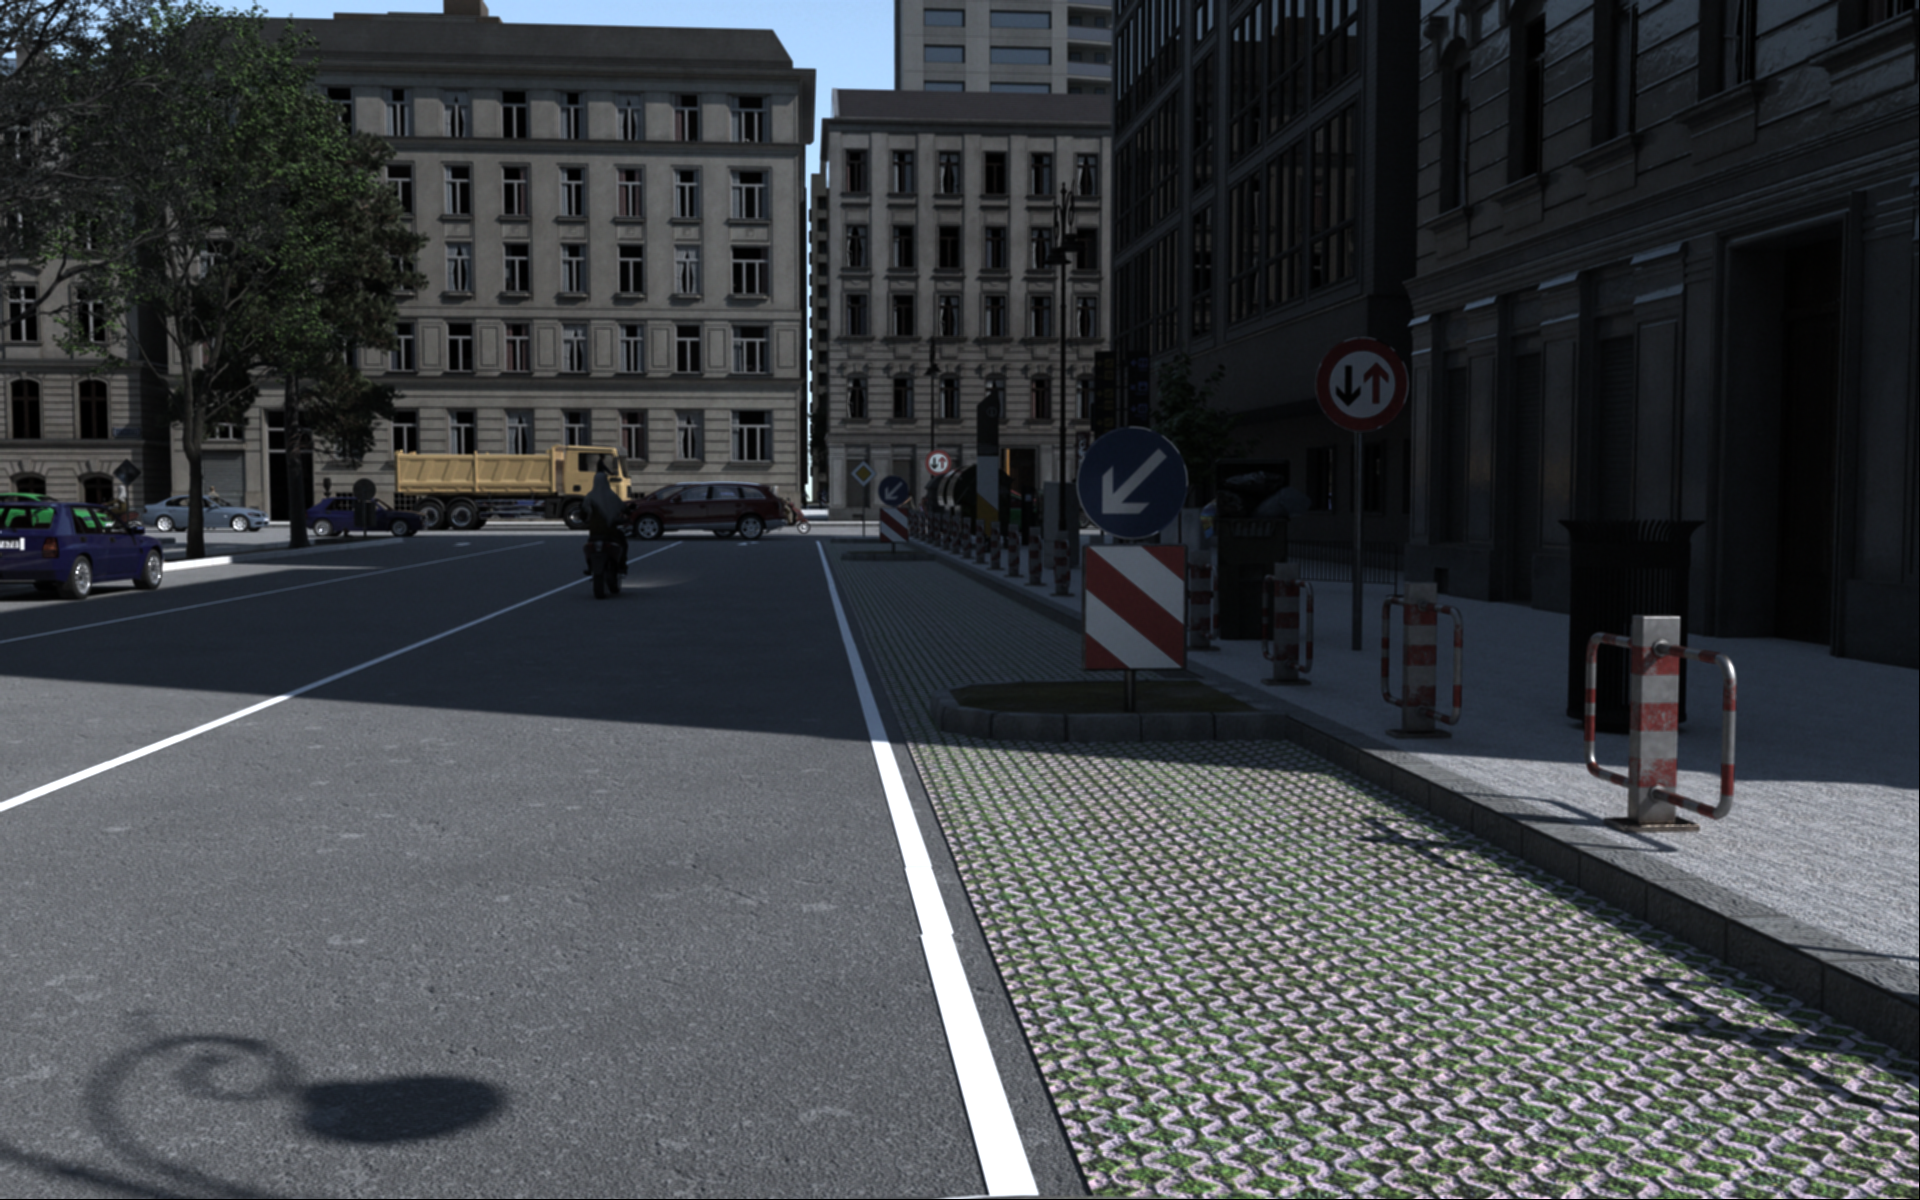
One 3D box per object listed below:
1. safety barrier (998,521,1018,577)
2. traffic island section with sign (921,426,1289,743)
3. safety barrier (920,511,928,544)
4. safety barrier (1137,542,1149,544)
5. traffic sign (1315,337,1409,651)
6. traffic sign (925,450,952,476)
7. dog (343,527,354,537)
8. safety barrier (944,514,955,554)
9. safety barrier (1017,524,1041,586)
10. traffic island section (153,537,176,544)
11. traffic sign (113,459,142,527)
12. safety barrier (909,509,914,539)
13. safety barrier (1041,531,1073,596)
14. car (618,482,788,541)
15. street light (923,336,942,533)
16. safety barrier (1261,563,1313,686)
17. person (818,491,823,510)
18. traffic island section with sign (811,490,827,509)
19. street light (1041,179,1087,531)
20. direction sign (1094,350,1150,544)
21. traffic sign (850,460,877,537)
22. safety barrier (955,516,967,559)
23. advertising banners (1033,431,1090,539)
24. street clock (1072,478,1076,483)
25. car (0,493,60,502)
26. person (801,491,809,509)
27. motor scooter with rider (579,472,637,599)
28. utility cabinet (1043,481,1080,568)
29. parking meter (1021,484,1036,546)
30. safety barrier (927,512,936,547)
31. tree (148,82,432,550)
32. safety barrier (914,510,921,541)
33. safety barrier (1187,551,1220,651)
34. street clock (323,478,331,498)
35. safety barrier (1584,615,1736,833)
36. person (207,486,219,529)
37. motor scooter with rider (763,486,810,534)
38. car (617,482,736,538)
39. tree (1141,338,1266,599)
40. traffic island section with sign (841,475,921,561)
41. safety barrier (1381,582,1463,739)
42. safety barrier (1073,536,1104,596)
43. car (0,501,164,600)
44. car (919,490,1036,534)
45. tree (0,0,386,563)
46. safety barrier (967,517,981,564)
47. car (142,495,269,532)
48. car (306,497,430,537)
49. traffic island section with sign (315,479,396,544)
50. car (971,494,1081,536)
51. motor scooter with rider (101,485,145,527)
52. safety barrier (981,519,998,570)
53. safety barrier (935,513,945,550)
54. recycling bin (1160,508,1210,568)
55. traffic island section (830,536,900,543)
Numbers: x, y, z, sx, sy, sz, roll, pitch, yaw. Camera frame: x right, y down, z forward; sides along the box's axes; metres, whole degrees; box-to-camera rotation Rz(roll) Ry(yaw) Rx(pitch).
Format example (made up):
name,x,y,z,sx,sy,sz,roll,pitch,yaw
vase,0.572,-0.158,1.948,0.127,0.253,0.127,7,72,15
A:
name,x,y,z,sx,sy,sz,roll,pitch,yaw
safety barrier,0.833,-0.769,26.841,0.300,0.817,1.120,0,4,-5
traffic island section with sign,0.835,-0.138,10.880,1.989,1.847,2.006,0,4,-5
safety barrier,-0.768,-1.851,44.533,0.300,0.817,1.120,0,4,-5
safety barrier,1.742,-0.150,16.733,0.300,0.817,1.120,0,4,-5
traffic sign,3.261,-0.859,14.155,0.768,2.556,0.104,0,4,-2
traffic sign,-0.620,-3.029,49.624,0.768,2.556,0.104,0,4,-1
dog,-19.017,-2.044,53.612,0.550,0.427,0.748,0,4,-6
safety barrier,-0.088,-1.388,36.967,0.300,0.817,1.120,0,4,-5
safety barrier,1.056,-0.614,24.316,0.300,0.817,1.120,0,4,-5
traffic island section,-23.789,-1.665,49.509,2.009,0.180,2.903,0,4,-5
traffic sign,-23.767,-2.802,49.449,0.795,2.450,0.064,0,4,-5
safety barrier,-1.231,-2.160,49.591,0.300,0.817,1.120,0,4,-5
safety barrier,1.285,-0.460,21.798,0.300,0.817,1.120,0,4,-5
car,-8.076,-2.803,54.502,5.304,1.827,2.281,0,4,-6
street light,-0.807,-4.770,50.781,0.468,5.910,1.993,0,4,-5
safety barrier,2.200,0.159,11.668,0.300,0.817,1.120,0,4,-5
person,-12.488,-8.847,153.965,0.721,1.723,1.217,0,4,2
traffic island section with sign,-16.004,-11.522,197.013,1.989,1.847,2.006,0,4,-5
street light,1.537,-3.245,25.849,0.468,5.910,1.993,0,4,-5
direction sign,2.563,-2.169,27.459,0.876,3.537,0.379,1,4,14
traffic sign,-2.856,-2.916,51.313,0.795,2.450,0.064,0,4,-5
safety barrier,0.143,-1.233,34.439,0.300,0.817,1.120,0,4,-5
advertising banners,2.868,-3.214,48.730,2.074,3.025,0.090,3,5,44
street clock,5.261,-4.494,78.049,0.471,2.002,0.358,0,4,5
car,-29.052,-2.772,54.122,4.718,1.807,1.959,0,4,-6
person,-14.586,-9.361,162.286,1.217,1.736,0.721,3,4,36
motor scooter with rider,-4.931,-0.939,24.319,0.876,1.779,1.986,0,4,-4
utility cabinet,1.774,-1.305,30.021,0.318,1.500,1.173,1,4,21
parking meter,1.718,-2.135,43.310,0.372,1.533,0.369,0,3,0
safety barrier,-0.544,-1.697,42.014,0.300,0.817,1.120,0,4,-5
tree,-17.138,-7.328,44.323,6.751,12.117,7.091,0,3,0
safety barrier,-1.003,-2.006,47.073,0.300,0.817,1.120,0,4,-5
safety barrier,1.973,0.004,14.209,0.300,0.817,1.120,0,4,-5
street clock,-28.449,-4.485,77.905,0.358,2.002,0.471,0,4,-6
safety barrier,2.657,0.467,6.632,0.300,0.817,1.120,0,4,-5
person,-30.313,-3.744,70.256,0.519,1.759,0.362,-2,4,-32
motor scooter with rider,-6.436,-3.299,62.896,1.986,1.779,0.876,0,4,-3
car,-9.263,-2.968,57.194,5.304,1.827,2.281,0,4,-5
tree,2.704,-1.648,21.540,1.663,3.219,1.824,0,3,0
traffic island section with sign,-1.590,-1.780,37.726,1.989,1.847,2.006,0,4,-5
safety barrier,2.428,0.313,9.150,0.300,0.817,1.120,0,4,-5
safety barrier,1.518,-0.304,19.253,0.300,0.817,1.120,0,4,-5
car,-12.831,-0.742,24.713,1.945,1.354,3.894,0,4,-4
car,1.131,-3.209,61.148,5.304,1.827,2.281,0,4,-6
tree,-15.970,-6.592,35.984,9.928,11.665,9.643,0,3,0
safety barrier,0.376,-1.077,31.890,0.300,0.817,1.120,0,4,-5
car,-28.788,-3.314,66.179,4.499,1.417,2.014,0,4,-4
car,-19.995,-2.809,58.507,3.894,1.354,1.945,0,4,-7
traffic island section with sign,-17.450,-2.580,50.315,2.006,1.907,1.989,0,4,-5
car,1.510,-2.847,55.342,4.718,1.807,1.959,0,4,-5
motor scooter with rider,-28.975,-3.084,59.384,1.986,1.779,0.876,0,4,-4
safety barrier,0.601,-0.923,29.360,0.300,0.817,1.120,0,4,-5
safety barrier,-0.314,-1.543,39.496,0.300,0.817,1.120,0,4,-5
recycling bin,3.940,-1.082,30.253,0.722,1.027,0.722,2,4,24
traffic island section,-2.833,-1.781,51.392,2.009,0.180,2.903,0,4,-5
